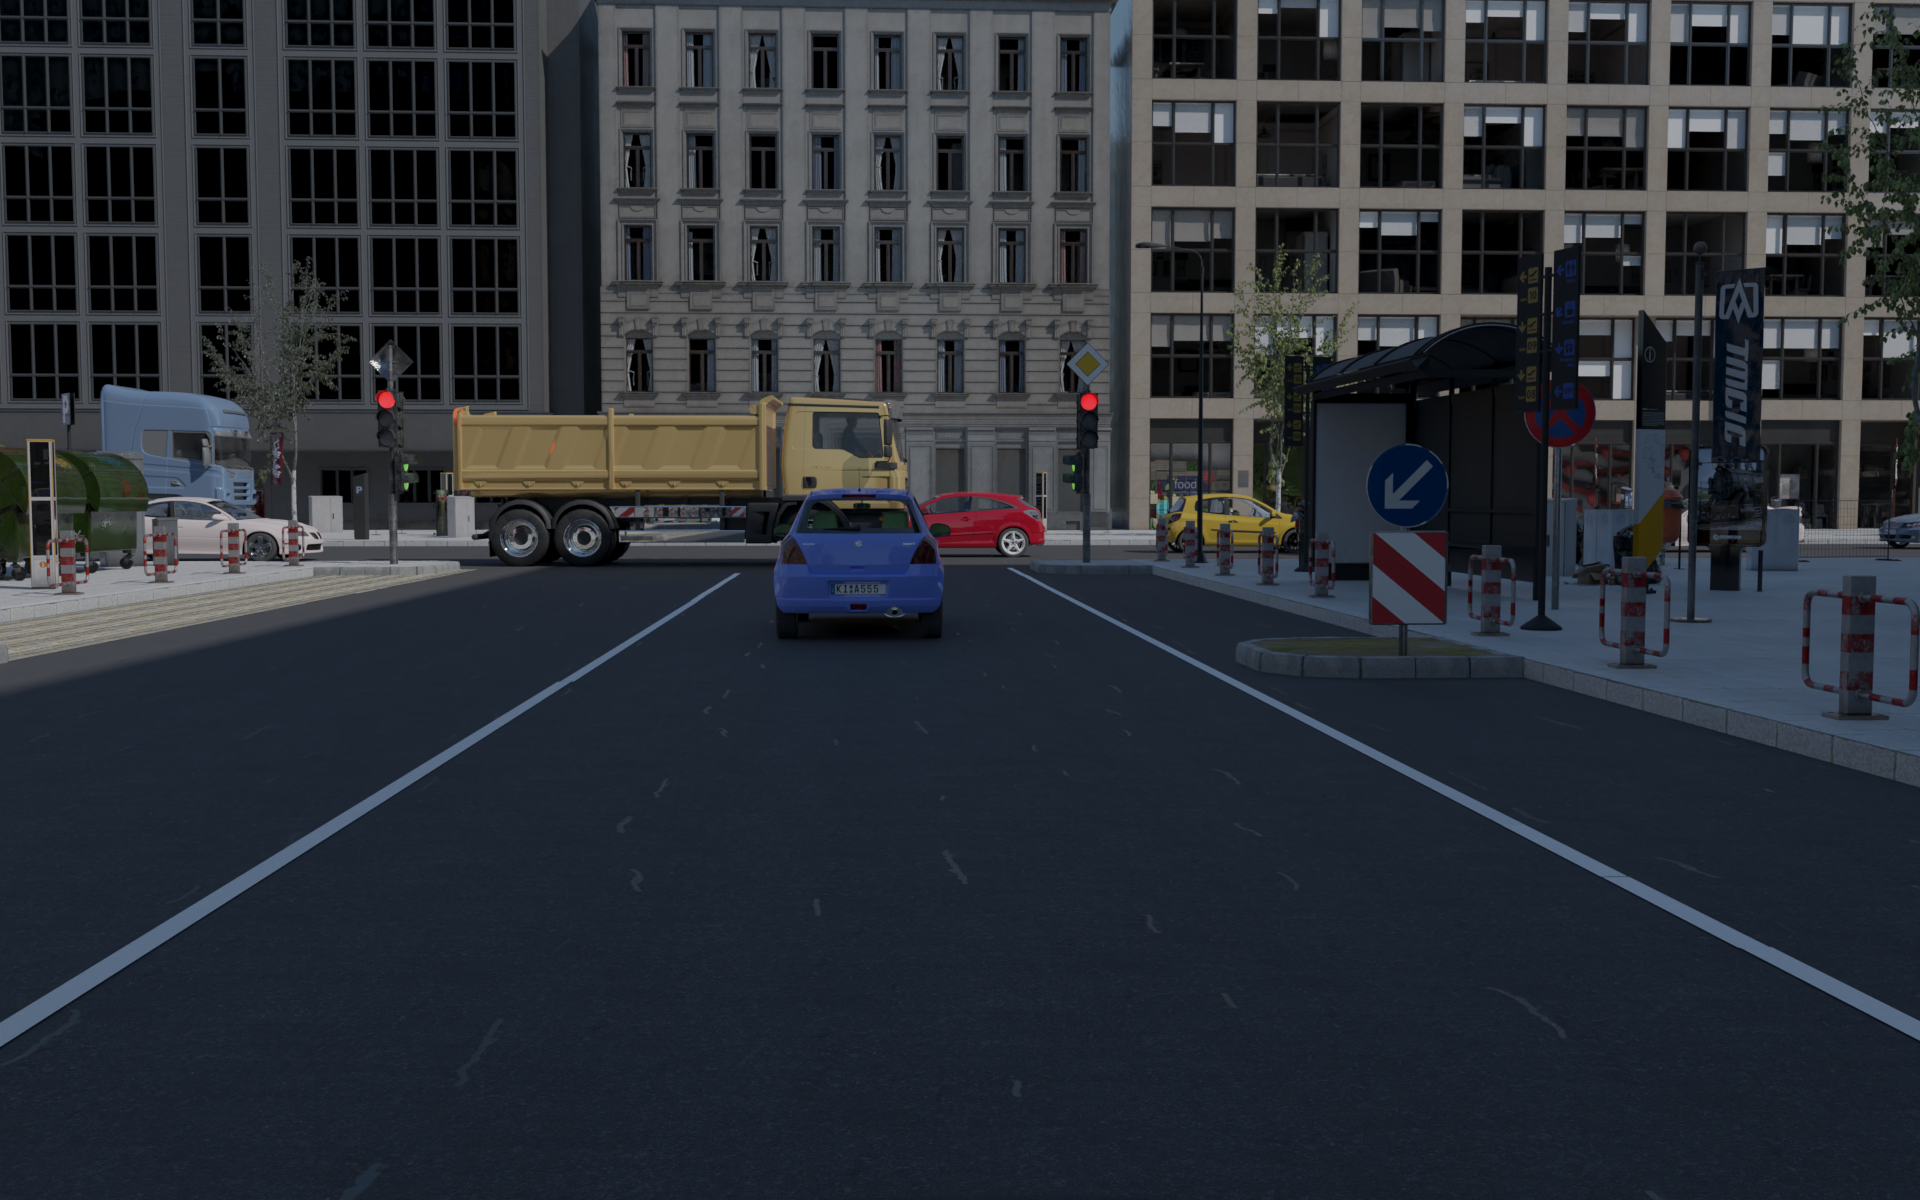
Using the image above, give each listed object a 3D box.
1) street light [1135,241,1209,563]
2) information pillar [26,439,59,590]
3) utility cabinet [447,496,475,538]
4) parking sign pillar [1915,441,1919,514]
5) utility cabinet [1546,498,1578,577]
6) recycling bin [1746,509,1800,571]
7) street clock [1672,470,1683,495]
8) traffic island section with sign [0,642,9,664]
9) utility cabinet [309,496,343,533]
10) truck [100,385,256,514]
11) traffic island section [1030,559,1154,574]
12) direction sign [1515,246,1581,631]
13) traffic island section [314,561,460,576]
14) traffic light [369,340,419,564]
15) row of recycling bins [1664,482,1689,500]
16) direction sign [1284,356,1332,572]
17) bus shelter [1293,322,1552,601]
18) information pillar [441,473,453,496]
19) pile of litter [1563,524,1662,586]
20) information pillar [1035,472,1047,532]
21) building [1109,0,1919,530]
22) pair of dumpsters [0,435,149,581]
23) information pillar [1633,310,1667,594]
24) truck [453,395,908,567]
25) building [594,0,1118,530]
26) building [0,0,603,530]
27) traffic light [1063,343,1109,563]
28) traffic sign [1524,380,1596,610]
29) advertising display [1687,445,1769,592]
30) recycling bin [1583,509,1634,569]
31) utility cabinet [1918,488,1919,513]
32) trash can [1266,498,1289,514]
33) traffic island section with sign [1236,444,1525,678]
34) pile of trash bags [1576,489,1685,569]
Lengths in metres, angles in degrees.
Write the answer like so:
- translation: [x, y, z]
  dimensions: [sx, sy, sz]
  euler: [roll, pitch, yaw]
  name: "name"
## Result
- translation: [3.920, -3.639, 32.046]
  dimensions: [1.470, 5.913, 1.316]
  euler: [0, 4, -3]
  name: "street light"
- translation: [-12.352, -1.152, 23.330]
  dimensions: [0.304, 2.012, 0.304]
  euler: [-1, 4, -20]
  name: "information pillar"
- translation: [-14.735, -2.447, 51.171]
  dimensions: [0.306, 1.237, 1.020]
  euler: [1, 4, 17]
  name: "utility cabinet"
- translation: [33.414, -4.325, 59.182]
  dimensions: [1.447, 3.967, 1.447]
  euler: [-2, 4, -27]
  name: "parking sign pillar"
- translation: [9.230, -0.990, 27.351]
  dimensions: [0.306, 1.237, 1.020]
  euler: [-2, 4, -30]
  name: "utility cabinet"
- translation: [13.708, -1.019, 29.220]
  dimensions: [0.722, 1.027, 0.722]
  euler: [1, 4, 17]
  name: "recycling bin"
- translation: [21.159, -2.851, 51.176]
  dimensions: [0.358, 2.002, 0.471]
  euler: [2, 4, 25]
  name: "street clock"
- translation: [-9.080, -0.341, 14.208]
  dimensions: [1.989, 1.847, 2.006]
  euler: [0, 4, -3]
  name: "traffic island section with sign"
- translation: [-20.972, -2.821, 57.291]
  dimensions: [1.020, 1.237, 0.306]
  euler: [-3, 5, -40]
  name: "utility cabinet"
- translation: [-26.791, -3.265, 43.138]
  dimensions: [18.799, 4.110, 2.967]
  euler: [0, 4, -4]
  name: "truck"
- translation: [2.389, -0.619, 32.408]
  dimensions: [2.009, 0.180, 2.903]
  euler: [0, 4, -3]
  name: "traffic island section"
- translation: [5.504, -1.486, 16.295]
  dimensions: [0.379, 3.537, 0.876]
  euler: [-1, 4, -19]
  name: "direction sign"
- translation: [-10.383, -0.577, 31.711]
  dimensions: [2.009, 0.180, 2.903]
  euler: [0, 4, -3]
  name: "traffic island section"
- translation: [-10.343, -2.609, 31.579]
  dimensions: [0.839, 4.253, 0.868]
  euler: [0, 4, -3]
  name: "traffic light"
- translation: [25.048, -3.104, 57.859]
  dimensions: [3.534, 1.692, 1.069]
  euler: [2, 4, 25]
  name: "row of recycling bins"
- translation: [5.719, -2.235, 28.547]
  dimensions: [0.876, 3.537, 0.379]
  euler: [-1, 4, -21]
  name: "direction sign"
- translation: [6.113, -1.789, 23.174]
  dimensions: [2.014, 3.302, 5.546]
  euler: [0, 4, -3]
  name: "bus shelter"
- translation: [-17.637, -3.369, 59.582]
  dimensions: [0.304, 2.012, 0.304]
  euler: [2, 4, 33]
  name: "information pillar"
- translation: [9.339, -0.664, 24.827]
  dimensions: [1.719, 0.858, 1.176]
  euler: [-1, 4, -20]
  name: "pile of litter"
- translation: [2.709, -3.268, 57.927]
  dimensions: [0.304, 2.012, 0.304]
  euler: [2, 4, 29]
  name: "information pillar"
- translation: [22.450, -16.304, 71.088]
  dimensions: [34.151, 26.468, 19.350]
  euler: [0, 4, -3]
  name: "building"
- translation: [-14.500, -1.524, 27.413]
  dimensions: [1.574, 2.255, 4.437]
  euler: [0, 4, -3]
  name: "pair of dumpsters"
- translation: [8.846, -1.888, 22.229]
  dimensions: [0.504, 3.616, 0.183]
  euler: [-2, 4, -30]
  name: "information pillar"
- translation: [-5.108, -2.412, 35.353]
  dimensions: [9.791, 3.379, 3.469]
  euler: [0, 4, -2]
  name: "truck"
- translation: [-3.823, -13.181, 64.654]
  dimensions: [18.267, 20.994, 9.793]
  euler: [0, 4, -3]
  name: "building"
- translation: [-25.584, -16.668, 66.037]
  dimensions: [24.014, 27.812, 14.314]
  euler: [0, 4, -3]
  name: "building"
- translation: [2.348, -2.653, 32.292]
  dimensions: [0.839, 4.253, 0.868]
  euler: [0, 4, -3]
  name: "traffic light"
- translation: [6.615, -1.166, 19.176]
  dimensions: [0.768, 2.556, 0.104]
  euler: [0, 4, 6]
  name: "traffic sign"
- translation: [10.181, -1.087, 22.987]
  dimensions: [0.974, 1.923, 0.123]
  euler: [3, 4, 38]
  name: "advertising display"
- translation: [10.817, -0.982, 28.606]
  dimensions: [0.722, 1.027, 0.722]
  euler: [-1, 4, -18]
  name: "recycling bin"
- translation: [30.295, -2.774, 54.026]
  dimensions: [1.173, 1.500, 0.318]
  euler: [-3, 4, -37]
  name: "utility cabinet"
- translation: [10.562, -2.812, 57.623]
  dimensions: [0.748, 1.137, 0.748]
  euler: [0, 3, 0]
  name: "trash can"
- translation: [3.379, -0.355, 14.427]
  dimensions: [1.989, 1.847, 2.006]
  euler: [0, 4, -3]
  name: "traffic island section with sign"
- translation: [11.832, -1.294, 30.903]
  dimensions: [1.912, 1.369, 3.447]
  euler: [-1, 4, -9]
  name: "pile of trash bags"
